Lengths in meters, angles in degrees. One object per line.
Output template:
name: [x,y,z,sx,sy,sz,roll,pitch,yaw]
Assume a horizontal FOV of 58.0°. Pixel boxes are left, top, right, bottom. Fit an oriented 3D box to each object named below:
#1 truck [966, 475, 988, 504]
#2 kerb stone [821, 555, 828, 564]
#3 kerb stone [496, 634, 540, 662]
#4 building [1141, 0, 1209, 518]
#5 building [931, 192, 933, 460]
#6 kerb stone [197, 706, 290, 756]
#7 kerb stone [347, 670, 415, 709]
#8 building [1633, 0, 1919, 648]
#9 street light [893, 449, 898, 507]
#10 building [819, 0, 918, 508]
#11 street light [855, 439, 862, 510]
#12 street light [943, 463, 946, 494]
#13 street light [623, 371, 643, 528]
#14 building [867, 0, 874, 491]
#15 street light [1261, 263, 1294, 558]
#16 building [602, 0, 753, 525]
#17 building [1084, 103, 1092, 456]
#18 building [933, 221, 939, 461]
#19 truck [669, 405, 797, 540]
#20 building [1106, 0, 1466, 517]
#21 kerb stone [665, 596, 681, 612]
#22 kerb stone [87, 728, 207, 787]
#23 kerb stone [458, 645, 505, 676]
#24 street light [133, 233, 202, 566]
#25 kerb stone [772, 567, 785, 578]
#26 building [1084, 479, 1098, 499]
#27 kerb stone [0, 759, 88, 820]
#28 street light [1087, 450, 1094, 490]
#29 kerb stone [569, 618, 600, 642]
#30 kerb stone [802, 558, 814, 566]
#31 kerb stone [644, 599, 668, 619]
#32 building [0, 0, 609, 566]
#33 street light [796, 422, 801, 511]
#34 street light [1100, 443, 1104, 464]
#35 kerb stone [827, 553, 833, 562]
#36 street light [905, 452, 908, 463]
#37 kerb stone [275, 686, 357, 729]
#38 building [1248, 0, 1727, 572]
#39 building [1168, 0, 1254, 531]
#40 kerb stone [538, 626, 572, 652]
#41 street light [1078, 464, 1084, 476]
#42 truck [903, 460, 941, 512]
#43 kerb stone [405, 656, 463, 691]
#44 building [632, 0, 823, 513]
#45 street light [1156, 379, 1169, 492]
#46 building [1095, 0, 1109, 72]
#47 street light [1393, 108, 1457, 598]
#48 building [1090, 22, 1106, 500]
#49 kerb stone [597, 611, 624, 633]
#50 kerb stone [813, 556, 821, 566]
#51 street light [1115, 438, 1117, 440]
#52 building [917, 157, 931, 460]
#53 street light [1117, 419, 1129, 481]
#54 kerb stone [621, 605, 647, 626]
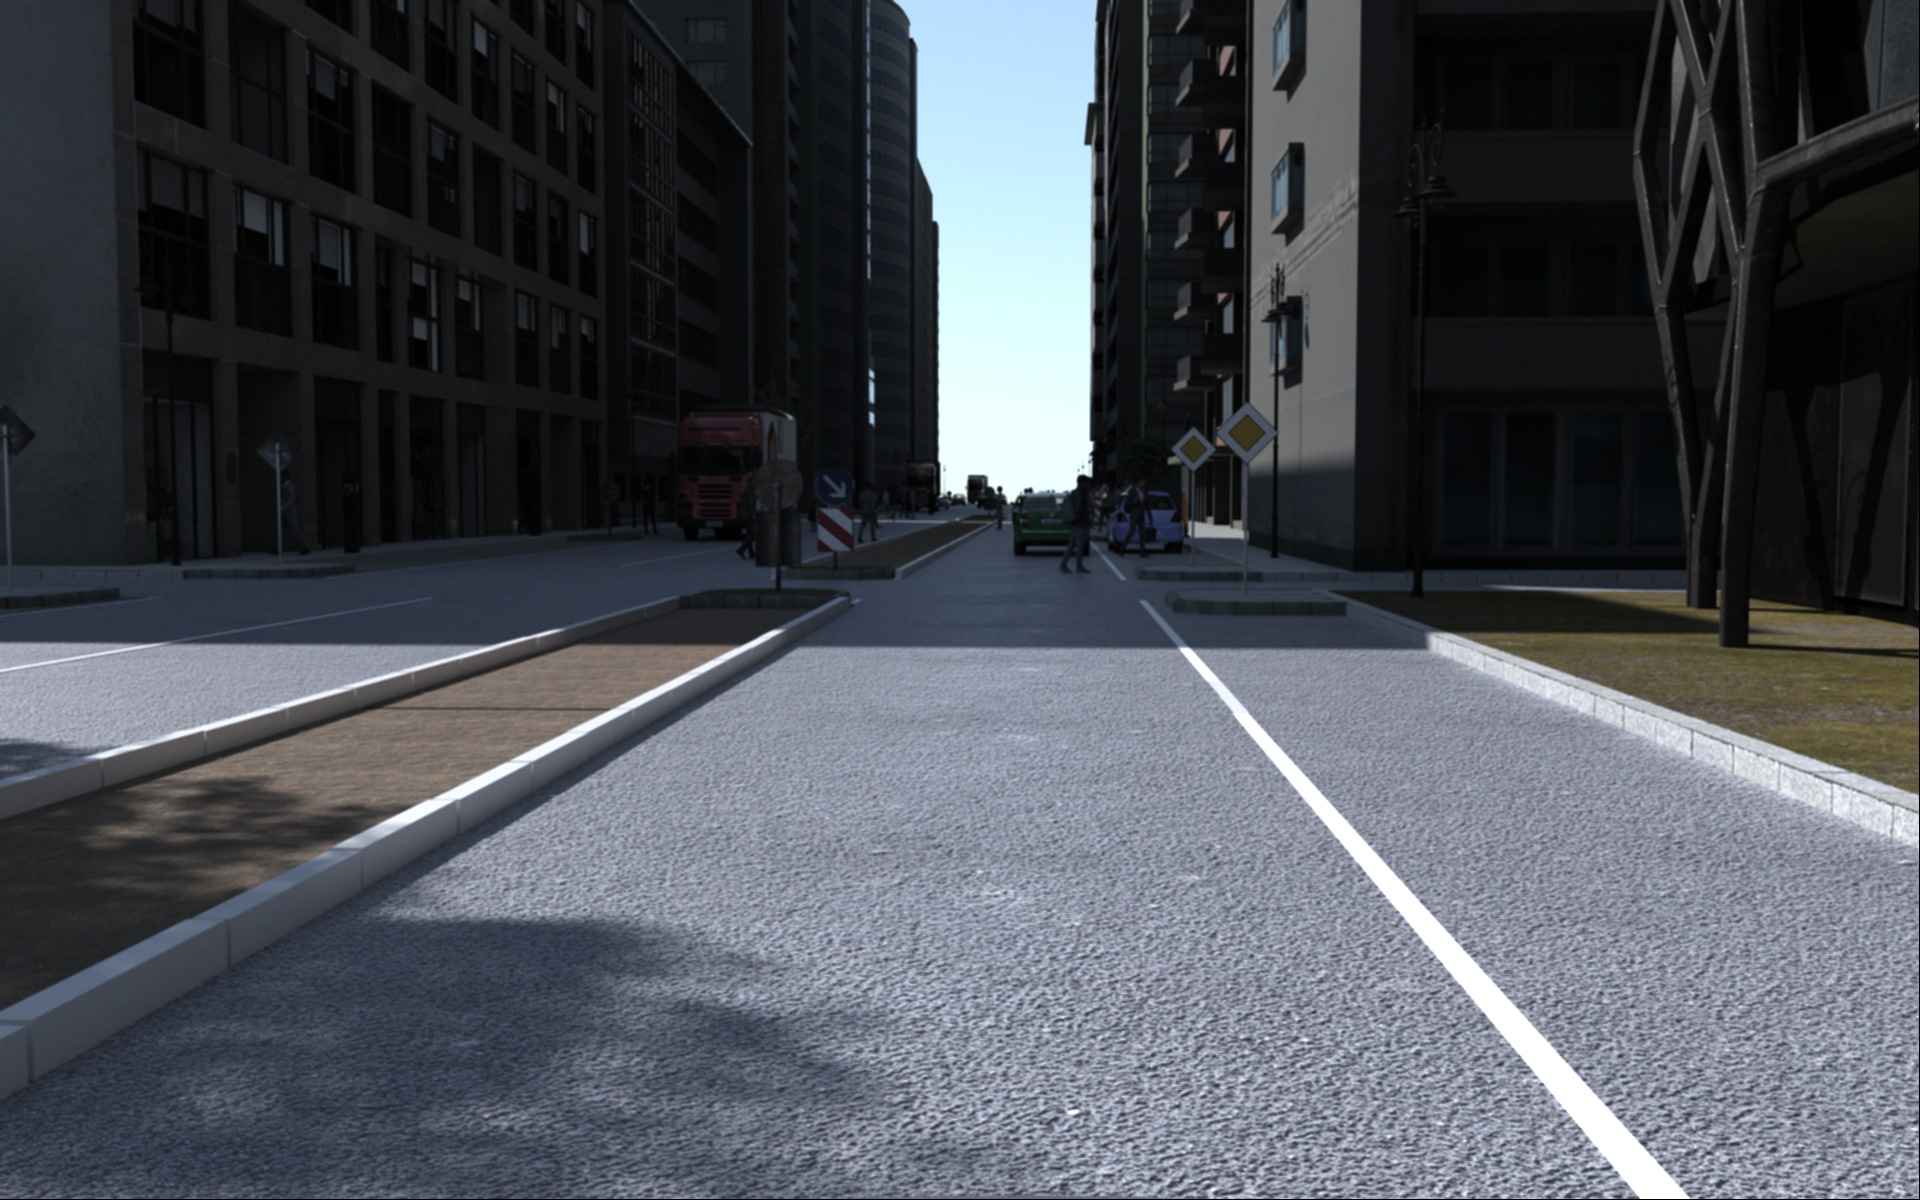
truck: [2.577,-16.450,257.867,2.839,4.237,11.283,0,4,4]
kerb stone: [-2.858,-0.788,35.077,0.120,0.150,1.000,0,4,3]
kerb stone: [-3.881,0.437,15.050,0.120,0.150,1.000,0,4,3]
building: [17.165,-25.276,96.854,14.154,41.232,14.086,0,4,3]
building: [-11.093,-35.977,238.342,14.600,45.320,14.200,0,4,3]
kerb stone: [-4.132,0.756,9.922,0.120,0.150,1.000,0,4,3]
kerb stone: [-4.031,0.625,11.975,0.120,0.150,1.000,0,4,3]
building: [14.441,-8.880,12.637,16.820,18.784,16.811,0,4,3]
street light: [-6.610,-12.530,177.660,0.468,5.910,1.993,0,4,3]
building: [-16.506,-40.418,202.828,21.231,58.520,28.212,0,4,3]
street light: [-8.399,-10.403,142.871,0.468,5.910,1.993,0,4,3]
street light: [-2.334,-17.644,261.264,0.468,5.910,1.993,0,4,3]
street light: [-12.308,-5.658,65.288,0.468,5.910,1.993,0,4,3]
building: [-18.891,-52.052,163.727,22.319,86.520,31.000,0,4,3]
street light: [6.346,-3.791,34.766,0.468,5.910,1.993,0,4,3]
building: [-19.064,-15.972,80.207,14.314,24.678,30.058,0,4,3]
building: [30.875,-39.045,227.630,28.713,52.752,27.495,0,4,3]
building: [-10.503,-34.800,252.571,14.154,41.232,14.086,0,4,3]
truck: [-7.257,-4.163,56.972,2.839,4.237,11.283,0,4,2]
building: [21.212,-30.317,119.383,21.300,48.544,21.600,0,4,3]
kerb stone: [-3.565,0.061,21.205,0.120,0.150,1.000,0,4,3]
kerb stone: [-4.186,0.813,8.901,0.120,0.150,1.000,0,4,3]
kerb stone: [-3.927,0.503,14.029,0.120,0.150,1.000,0,4,3]
street light: [-14.065,-3.554,30.896,0.468,5.910,1.993,0,4,3]
kerb stone: [-3.115,-0.475,29.972,0.120,0.150,1.000,0,4,3]
building: [30.251,-31.219,202.315,32.217,40.220,23.993,0,4,3]
kerb stone: [-4.238,0.876,7.880,0.120,0.150,1.000,0,4,3]
street light: [14.531,-13.562,194.521,0.468,5.910,1.993,0,4,3]
kerb stone: [-3.769,0.317,17.108,0.120,0.150,1.000,0,4,3]
kerb stone: [-2.959,-0.655,33.036,0.120,0.150,1.000,0,4,3]
kerb stone: [-3.602,0.123,20.184,0.120,0.150,1.000,0,4,3]
building: [-23.608,-14.866,47.575,19.350,26.468,34.151,0,4,3]
street light: [-10.104,-8.280,108.168,0.468,5.910,1.993,0,4,3]
street light: [11.955,-10.594,145.994,0.468,5.910,1.993,0,4,3]
kerb stone: [-2.791,-0.850,36.098,0.120,0.150,1.000,0,4,3]
street light: [-5.770,-13.326,190.670,0.468,5.910,1.993,0,4,3]
kerb stone: [-4.086,0.692,10.952,0.120,0.150,1.000,0,4,3]
building: [17.493,-25.283,37.075,21.600,48.544,21.300,0,4,3]
building: [19.946,-25.231,67.145,22.147,44.769,28.867,0,4,3]
kerb stone: [-3.819,0.378,16.076,0.120,0.150,1.000,0,4,3]
street light: [16.237,-15.665,228.915,0.468,5.910,1.993,0,4,3]
truck: [-3.063,-9.518,144.537,2.839,4.237,11.283,0,4,2]
kerb stone: [-3.980,0.562,13.008,0.120,0.150,1.000,0,4,3]
building: [-16.844,-26.242,112.659,14.154,41.232,14.086,0,4,3]
street light: [8.144,-5.932,69.777,0.468,5.910,1.993,0,4,3]
building: [27.538,-35.195,164.671,28.713,52.752,27.495,0,4,3]
street light: [5.676,-2.967,21.306,0.468,5.910,1.993,0,4,3]
building: [27.726,-49.774,252.050,20.563,71.187,20.611,0,4,3]
kerb stone: [-3.722,0.253,18.132,0.120,0.150,1.000,0,4,3]
kerb stone: [-2.907,-0.724,34.056,0.120,0.150,1.000,0,4,3]
street light: [10.242,-8.490,111.600,0.468,5.910,1.993,0,4,3]
building: [-11.867,-35.112,224.189,14.600,45.320,14.200,0,4,3]
street light: [9.918,-8.045,104.329,0.468,5.910,1.993,0,4,3]
kerb stone: [-3.666,0.186,19.153,0.120,0.150,1.000,0,4,3]
